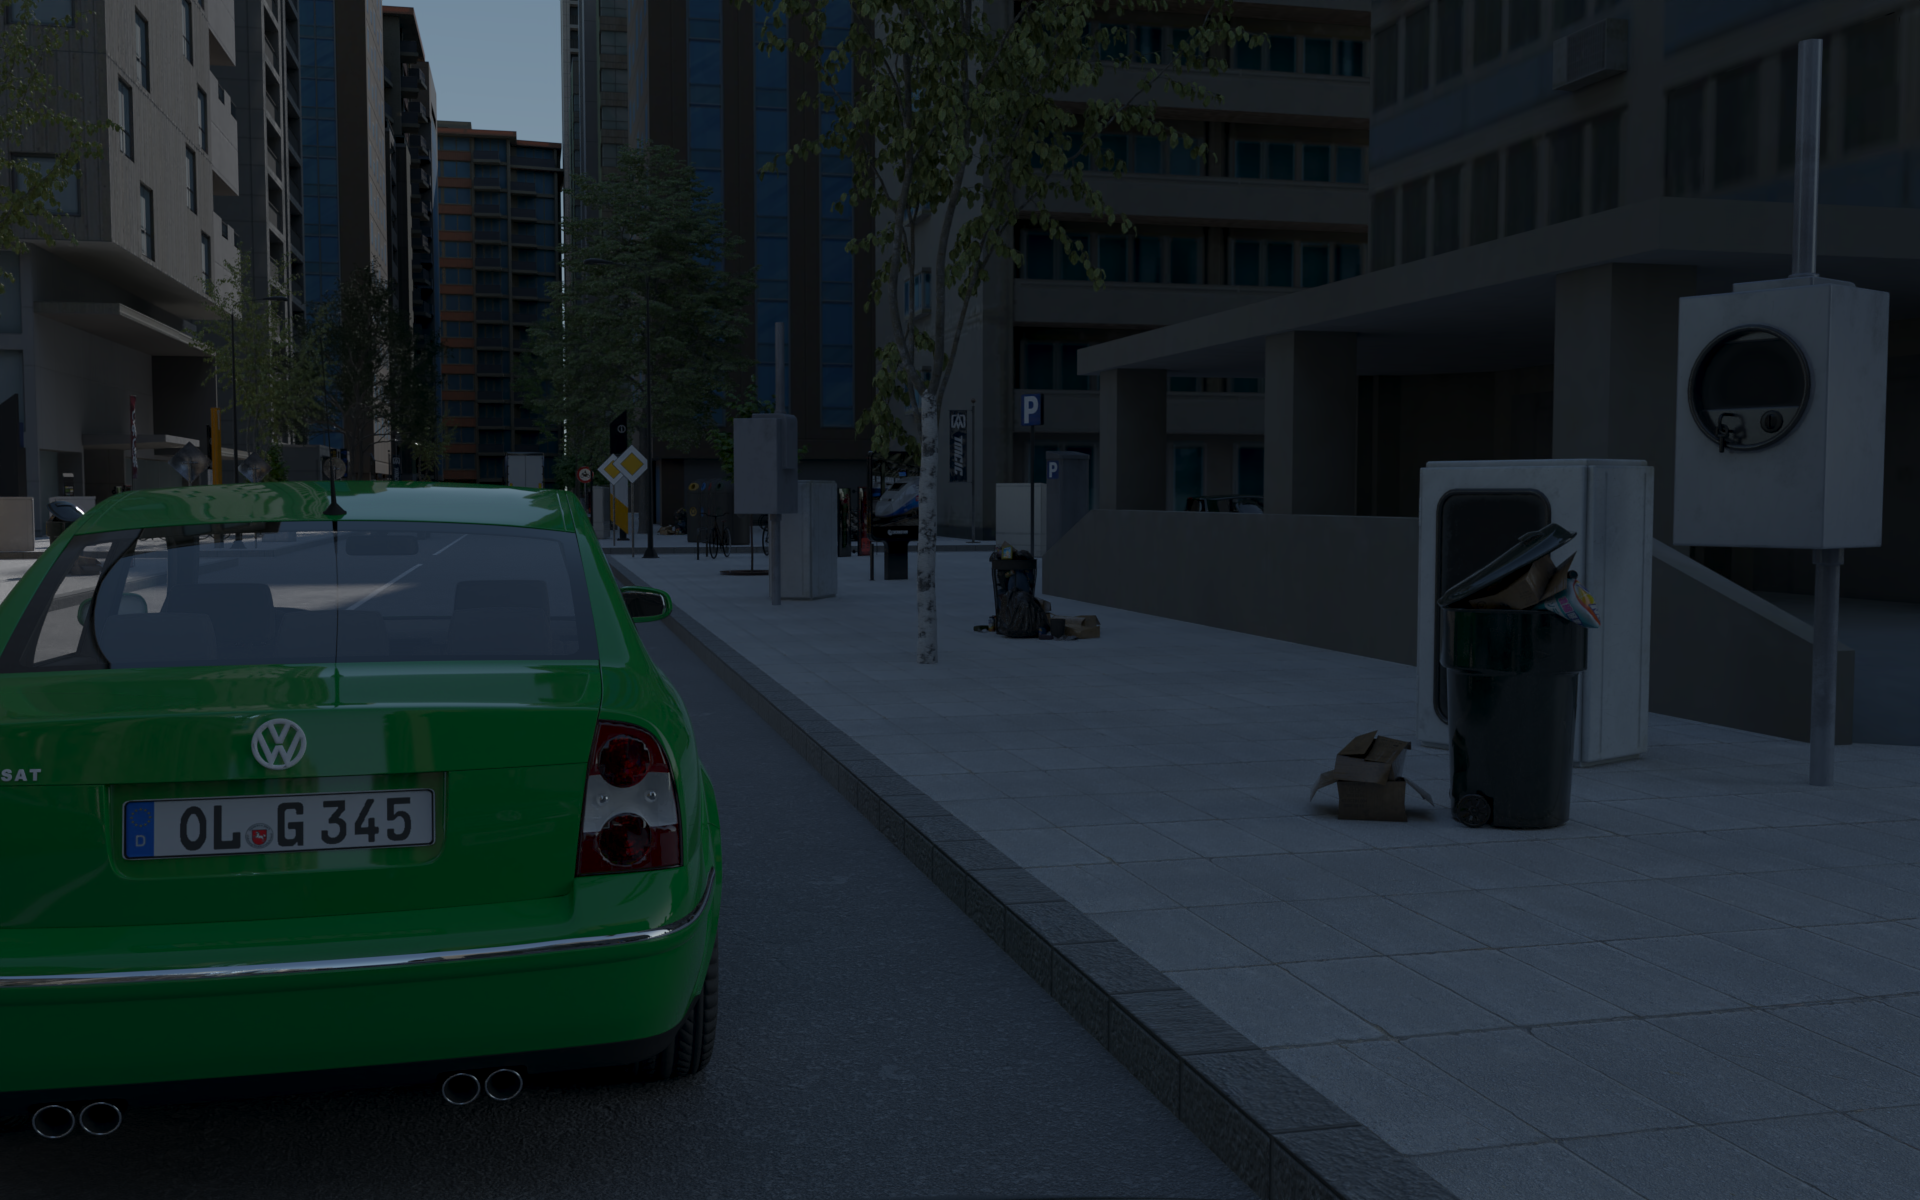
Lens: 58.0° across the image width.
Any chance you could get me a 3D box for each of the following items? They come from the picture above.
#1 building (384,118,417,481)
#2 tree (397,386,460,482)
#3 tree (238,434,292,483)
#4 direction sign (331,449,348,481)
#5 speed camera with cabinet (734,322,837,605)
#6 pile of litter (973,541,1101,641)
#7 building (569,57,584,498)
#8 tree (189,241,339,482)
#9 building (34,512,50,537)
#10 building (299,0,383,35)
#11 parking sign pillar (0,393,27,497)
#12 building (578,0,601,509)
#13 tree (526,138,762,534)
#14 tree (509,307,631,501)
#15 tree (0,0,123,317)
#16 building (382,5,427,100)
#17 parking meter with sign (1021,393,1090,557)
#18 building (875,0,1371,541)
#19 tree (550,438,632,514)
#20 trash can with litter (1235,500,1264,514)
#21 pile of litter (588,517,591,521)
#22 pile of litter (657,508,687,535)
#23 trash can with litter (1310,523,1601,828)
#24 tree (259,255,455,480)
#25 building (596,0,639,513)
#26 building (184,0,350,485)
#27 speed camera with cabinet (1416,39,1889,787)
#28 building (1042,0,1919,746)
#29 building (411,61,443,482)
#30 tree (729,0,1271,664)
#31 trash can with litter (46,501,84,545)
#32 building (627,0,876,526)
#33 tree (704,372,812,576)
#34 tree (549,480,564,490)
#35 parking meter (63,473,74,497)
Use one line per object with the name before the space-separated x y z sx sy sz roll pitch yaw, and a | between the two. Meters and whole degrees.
building | -49.388 -22.026 131.827 14.160 30.474 14.107 -1 4 -14
tree | -35.871 -10.132 116.028 4.737 8.622 4.395 0 3 0
tree | -21.870 -3.709 55.241 1.663 3.219 1.824 0 3 0
direction sign | -30.891 -5.761 86.191 0.876 3.537 0.379 0 4 5
speed camera with cabinet | -2.074 -1.616 20.765 0.660 3.252 2.038 1 4 15
pile of litter | 0.719 -0.123 15.968 1.176 0.858 1.719 0 4 -2
building | -30.157 -29.592 167.424 14.154 41.232 14.086 -1 4 -14
tree | -20.773 -6.189 51.547 4.737 8.622 4.395 0 3 0
building | -40.930 -28.725 58.899 28.713 52.752 27.495 -1 4 -14
building | -46.750 -28.585 117.471 14.600 45.320 14.200 -1 4 -14
parking sign pillar | -25.907 -3.559 46.670 1.447 3.967 1.447 0 4 2
building | -21.571 -37.020 147.274 21.231 58.520 28.212 -1 4 -14
tree | -9.842 -8.420 55.788 7.486 12.596 7.792 0 3 0
tree | -20.549 -10.260 93.502 9.928 11.665 9.643 0 3 0
tree | -12.844 -4.358 21.619 4.737 8.622 4.395 0 3 0
building | -58.480 -30.425 152.069 22.147 44.769 28.867 -1 4 -14
parking meter with sign | 1.933 -2.108 30.720 1.738 3.016 0.543 -3 4 -36
building | 8.243 -26.612 58.802 21.600 48.544 21.300 -1 4 -14
tree | -17.085 -6.133 83.996 4.285 4.588 4.351 0 3 0
trash can with litter | 5.579 -1.298 32.615 0.624 1.170 1.055 -1 4 -13
pile of litter | -15.670 -3.712 74.653 1.719 0.858 1.176 0 4 7
pile of litter | -9.060 -2.485 54.601 1.176 0.858 1.719 2 4 25
trash can with litter | 1.914 0.282 6.778 1.055 1.170 0.624 1 4 12
tree | -23.544 -8.122 67.201 7.601 10.594 8.767 0 4 2
building | -19.300 -27.096 126.614 14.154 41.232 14.086 -1 4 -14
building | -44.039 -39.935 91.188 20.563 71.187 20.611 -1 4 -14
speed camera with cabinet | 3.143 -0.841 8.087 0.660 3.252 2.038 -3 4 -38
building | 18.359 -19.958 18.188 32.217 40.220 23.993 -1 4 -14
building | -60.340 -32.113 175.163 14.200 45.320 14.600 -1 4 -14
tree | -0.061 -3.834 13.048 4.737 8.622 4.395 0 3 0
trash can with litter | -14.070 -0.994 27.637 1.055 1.170 0.624 2 4 31
building | -7.087 -26.013 75.424 14.600 45.320 14.200 -1 4 -14
tree | -3.192 -2.020 27.634 1.663 3.219 1.824 0 3 0
tree | -42.759 -11.644 184.985 1.663 3.219 1.824 0 3 0
parking meter | -25.067 -2.631 48.733 0.255 1.863 0.399 -2 4 -31
